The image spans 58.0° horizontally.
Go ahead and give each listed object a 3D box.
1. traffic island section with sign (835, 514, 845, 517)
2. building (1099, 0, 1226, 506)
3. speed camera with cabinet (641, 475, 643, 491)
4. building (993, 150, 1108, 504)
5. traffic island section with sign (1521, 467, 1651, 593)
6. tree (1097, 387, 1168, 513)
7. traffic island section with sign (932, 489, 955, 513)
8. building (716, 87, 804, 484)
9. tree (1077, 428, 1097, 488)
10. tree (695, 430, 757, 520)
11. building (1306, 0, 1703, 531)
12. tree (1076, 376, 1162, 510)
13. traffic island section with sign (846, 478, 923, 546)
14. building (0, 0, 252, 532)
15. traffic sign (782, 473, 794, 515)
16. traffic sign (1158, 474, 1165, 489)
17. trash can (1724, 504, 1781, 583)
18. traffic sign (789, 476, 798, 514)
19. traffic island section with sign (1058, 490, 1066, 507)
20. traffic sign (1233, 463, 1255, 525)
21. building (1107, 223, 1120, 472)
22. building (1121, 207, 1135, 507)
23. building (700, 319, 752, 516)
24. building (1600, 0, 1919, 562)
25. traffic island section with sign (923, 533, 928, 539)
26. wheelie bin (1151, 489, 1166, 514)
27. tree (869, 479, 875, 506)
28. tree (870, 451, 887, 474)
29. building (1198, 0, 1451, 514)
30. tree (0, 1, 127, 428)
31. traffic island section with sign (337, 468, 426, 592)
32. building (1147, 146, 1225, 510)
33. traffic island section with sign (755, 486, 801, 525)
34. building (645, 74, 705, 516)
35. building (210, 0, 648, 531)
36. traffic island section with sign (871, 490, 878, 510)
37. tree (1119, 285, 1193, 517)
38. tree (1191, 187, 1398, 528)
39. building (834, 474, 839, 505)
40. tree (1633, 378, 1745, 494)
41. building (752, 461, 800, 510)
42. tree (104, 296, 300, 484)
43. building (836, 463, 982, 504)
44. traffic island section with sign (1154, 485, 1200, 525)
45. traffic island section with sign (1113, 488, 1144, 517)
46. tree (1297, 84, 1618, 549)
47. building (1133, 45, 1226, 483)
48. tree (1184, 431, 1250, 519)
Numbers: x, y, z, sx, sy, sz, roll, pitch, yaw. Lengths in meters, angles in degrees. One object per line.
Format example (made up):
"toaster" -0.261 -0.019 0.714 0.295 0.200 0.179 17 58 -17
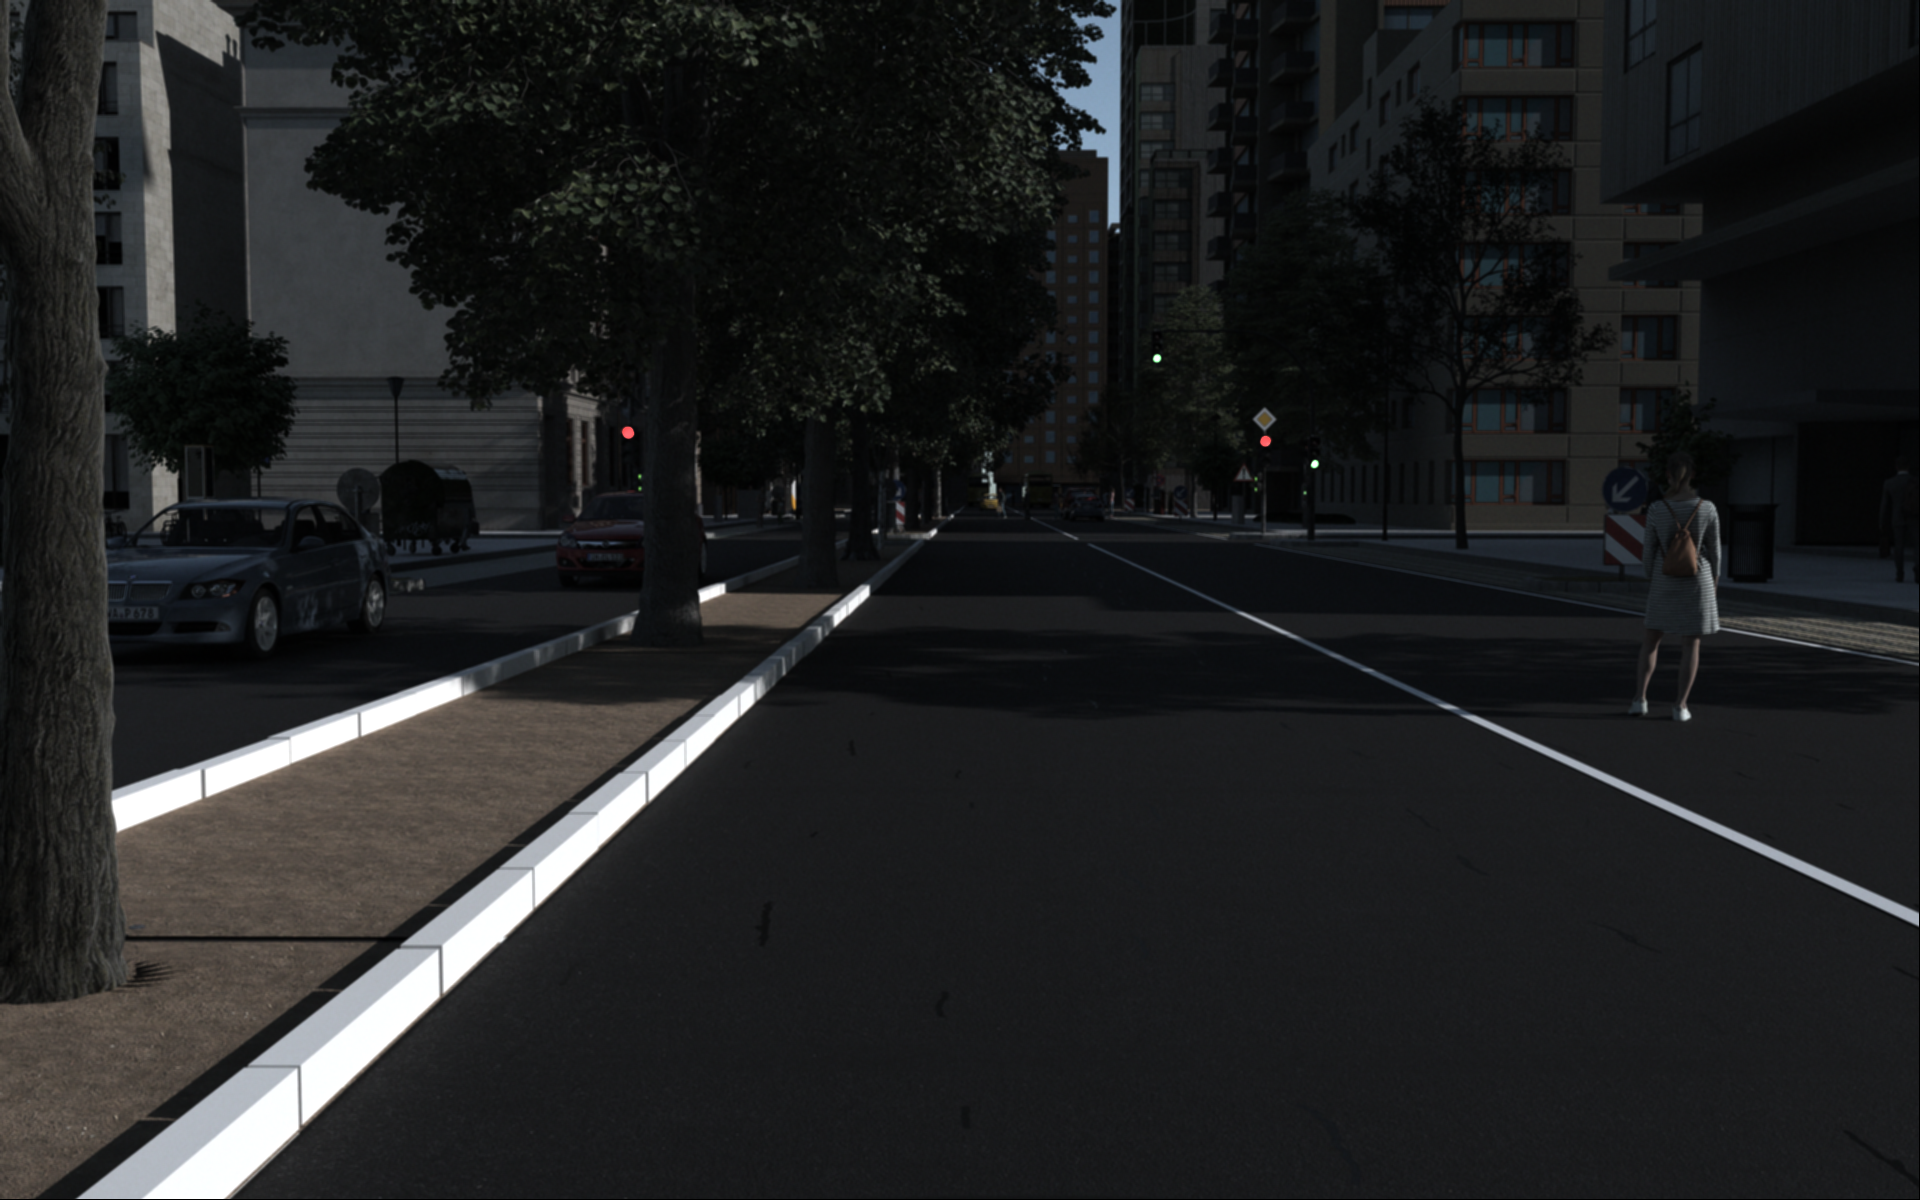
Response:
"traffic island section with sign" -8.236 -6.088 108.171 1.989 1.847 2.006 0 4 1
"building" 26.606 -46.131 192.487 20.563 71.187 20.611 0 4 1
"speed camera with cabinet" -11.061 -4.218 63.301 0.660 3.252 2.038 1 4 19
"building" 11.492 -35.141 224.666 14.200 45.320 14.600 0 4 1
"traffic island section with sign" 9.545 -1.057 25.905 1.989 1.847 2.006 0 4 1
"tree" 12.296 -10.155 116.388 4.360 8.622 3.978 0 3 0
"traffic island section with sign" -1.282 -7.515 131.007 2.006 1.907 1.989 0 4 1
"building" -19.964 -28.655 152.110 14.154 41.232 14.086 0 4 1
"tree" 12.812 -12.203 149.877 4.360 8.622 3.978 0 3 0
"tree" -11.415 -6.182 84.794 4.285 4.588 4.351 0 3 0
"building" 31.741 -13.971 73.459 28.899 21.520 27.650 0 4 1
"tree" 12.585 -12.382 136.865 7.601 10.594 8.767 1 4 10
"traffic island section with sign" -2.130 -2.467 48.466 2.006 1.907 1.989 0 4 1
"building" -35.757 -12.770 63.543 16.860 20.320 10.420 0 4 1
"traffic sign" -10.368 -6.366 104.195 0.768 2.556 0.104 1 4 10
"traffic sign" 12.800 -6.807 111.396 0.768 2.556 0.104 0 4 5
"trash can" 11.491 -0.826 25.159 0.748 1.137 0.748 0 3 0
"traffic sign" -10.759 -6.771 110.809 0.768 2.556 0.104 0 4 4
"traffic island section with sign" 11.172 -10.791 185.059 1.989 1.847 2.006 0 4 1
"traffic sign" 11.800 -4.406 72.041 0.884 2.594 0.081 0 4 6
"building" 30.909 -33.095 232.983 23.993 40.220 32.217 0 4 1
"building" 23.322 -24.744 176.266 14.160 30.474 14.107 0 4 1
"building" -20.234 -17.044 108.350 12.332 23.373 15.834 0 4 1
"building" 29.518 -26.950 29.874 28.713 52.752 27.495 0 4 1
"traffic island section with sign" -2.044 -2.920 55.873 2.006 1.907 1.989 0 4 1
"wheelie bin" 12.549 -6.218 109.569 0.980 1.594 0.693 1 4 12
"tree" -9.839 -11.749 186.704 1.663 3.219 1.824 0 3 0
"tree" -9.786 -14.281 167.900 7.601 10.594 8.767 0 4 6
"building" 28.275 -28.218 115.988 22.147 44.769 28.867 0 4 1
"tree" -11.808 -4.281 20.357 4.360 8.622 3.978 0 3 0
"traffic island section with sign" -9.085 -1.045 25.713 1.989 1.847 2.006 0 4 1
"building" 22.861 -23.015 148.004 14.160 30.474 14.107 0 4 1
"traffic island section with sign" -8.505 -4.440 81.217 1.989 1.847 2.006 0 4 1
"building" -21.282 -18.615 90.254 13.634 28.700 20.117 0 4 1
"building" -19.560 -14.269 69.448 11.583 22.565 21.152 0 4 1
"traffic island section with sign" -7.723 -9.144 158.126 1.989 1.847 2.006 0 4 1
"tree" 12.429 -10.787 94.502 7.486 12.596 7.792 0 3 0
"tree" 12.695 -8.978 64.910 7.486 12.596 7.792 0 3 0
"building" -25.180 -30.376 188.524 23.993 40.220 32.217 0 4 1
"tree" 12.078 -2.102 28.966 1.663 3.219 1.824 0 3 0
"building" -20.599 -22.426 138.374 14.160 30.474 14.107 0 4 1
"tree" -12.643 -2.775 29.081 4.285 4.588 4.351 0 3 0
"building" -11.105 -41.937 227.664 28.212 58.520 21.231 0 4 1
"traffic island section with sign" 10.089 -4.410 80.728 1.989 1.847 2.006 0 4 1
"traffic island section with sign" 10.378 -6.069 107.854 1.989 1.847 2.006 0 4 1
"tree" 11.398 -6.471 40.212 7.601 10.594 8.767 0 4 2
"building" 23.140 -29.245 161.744 14.154 41.232 14.086 0 4 1
"tree" 12.958 -6.385 88.103 4.285 4.588 4.351 0 3 0
